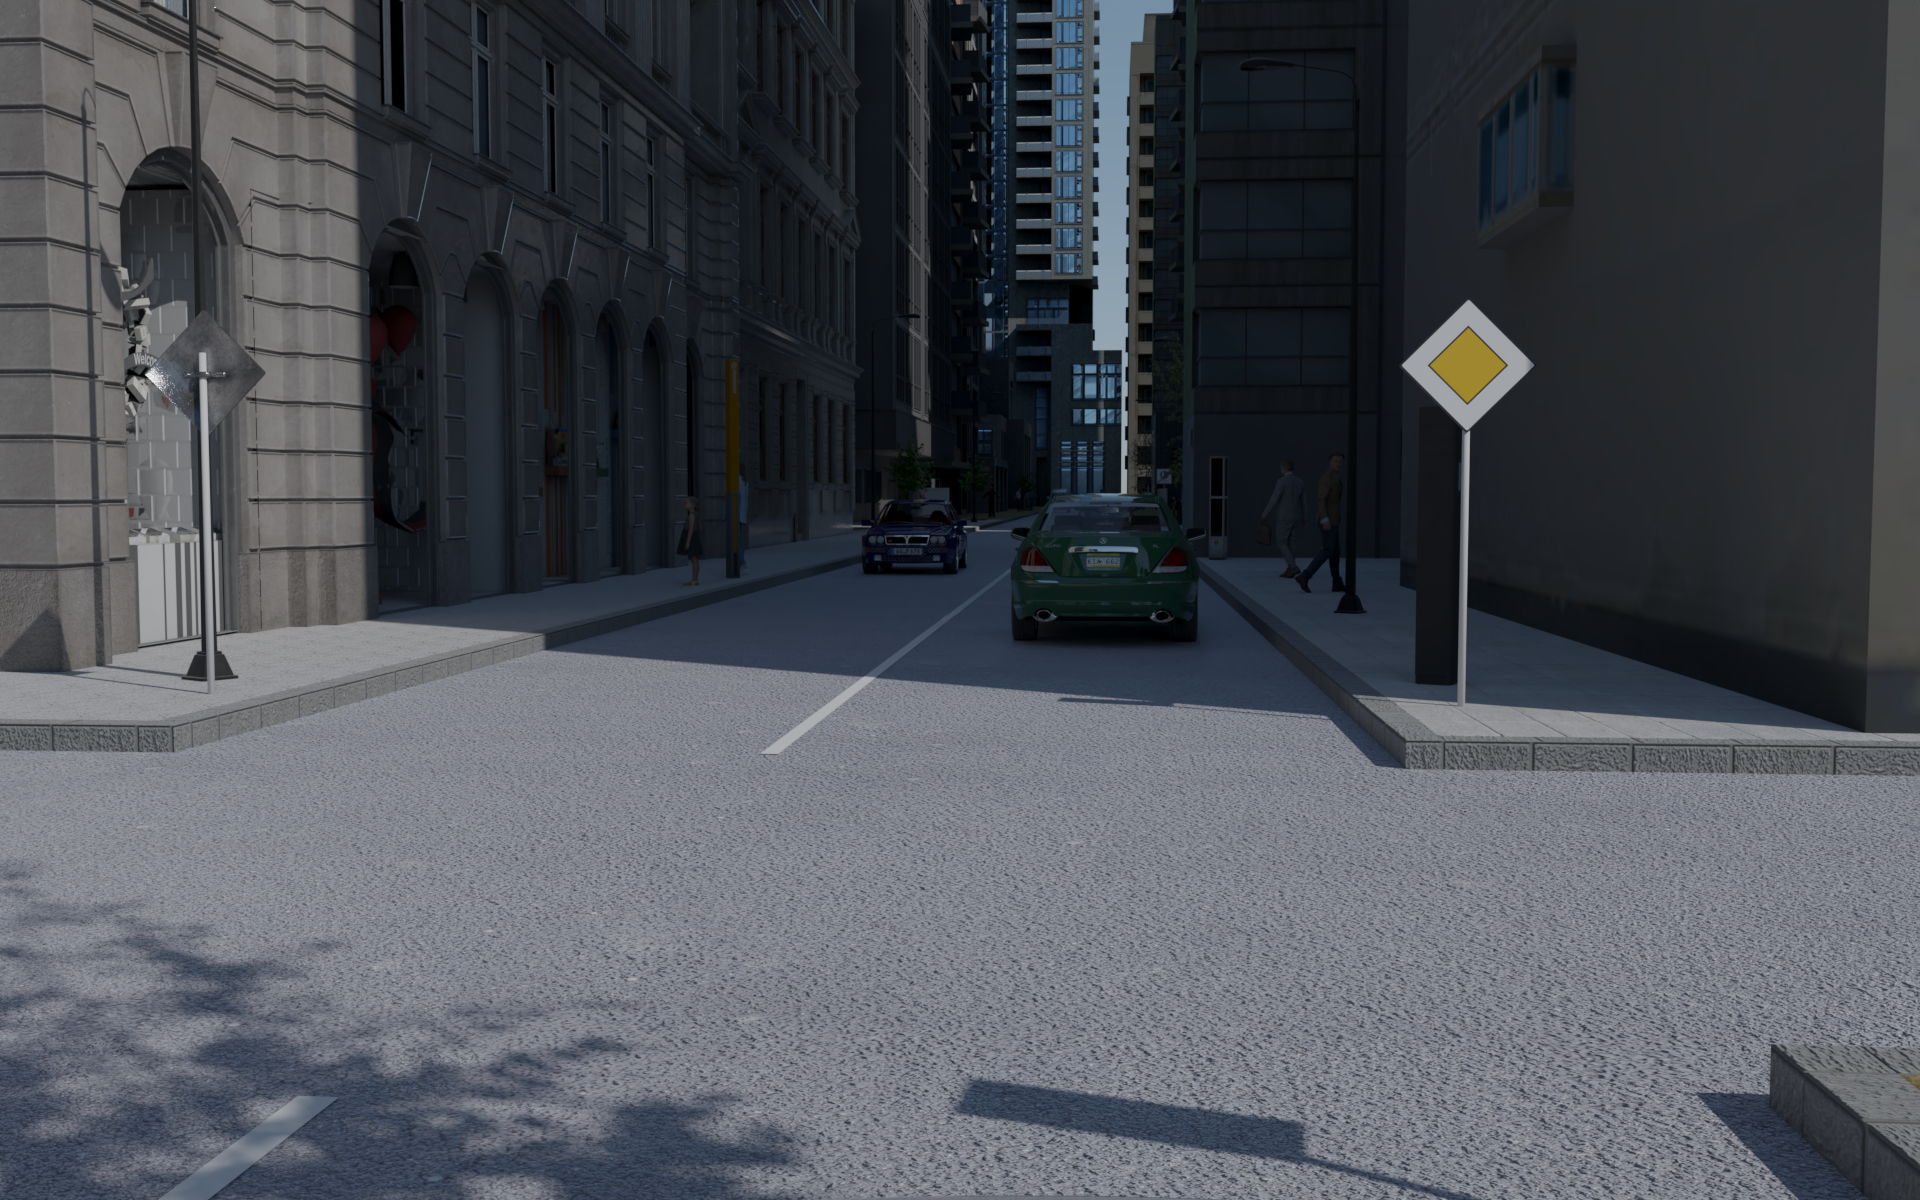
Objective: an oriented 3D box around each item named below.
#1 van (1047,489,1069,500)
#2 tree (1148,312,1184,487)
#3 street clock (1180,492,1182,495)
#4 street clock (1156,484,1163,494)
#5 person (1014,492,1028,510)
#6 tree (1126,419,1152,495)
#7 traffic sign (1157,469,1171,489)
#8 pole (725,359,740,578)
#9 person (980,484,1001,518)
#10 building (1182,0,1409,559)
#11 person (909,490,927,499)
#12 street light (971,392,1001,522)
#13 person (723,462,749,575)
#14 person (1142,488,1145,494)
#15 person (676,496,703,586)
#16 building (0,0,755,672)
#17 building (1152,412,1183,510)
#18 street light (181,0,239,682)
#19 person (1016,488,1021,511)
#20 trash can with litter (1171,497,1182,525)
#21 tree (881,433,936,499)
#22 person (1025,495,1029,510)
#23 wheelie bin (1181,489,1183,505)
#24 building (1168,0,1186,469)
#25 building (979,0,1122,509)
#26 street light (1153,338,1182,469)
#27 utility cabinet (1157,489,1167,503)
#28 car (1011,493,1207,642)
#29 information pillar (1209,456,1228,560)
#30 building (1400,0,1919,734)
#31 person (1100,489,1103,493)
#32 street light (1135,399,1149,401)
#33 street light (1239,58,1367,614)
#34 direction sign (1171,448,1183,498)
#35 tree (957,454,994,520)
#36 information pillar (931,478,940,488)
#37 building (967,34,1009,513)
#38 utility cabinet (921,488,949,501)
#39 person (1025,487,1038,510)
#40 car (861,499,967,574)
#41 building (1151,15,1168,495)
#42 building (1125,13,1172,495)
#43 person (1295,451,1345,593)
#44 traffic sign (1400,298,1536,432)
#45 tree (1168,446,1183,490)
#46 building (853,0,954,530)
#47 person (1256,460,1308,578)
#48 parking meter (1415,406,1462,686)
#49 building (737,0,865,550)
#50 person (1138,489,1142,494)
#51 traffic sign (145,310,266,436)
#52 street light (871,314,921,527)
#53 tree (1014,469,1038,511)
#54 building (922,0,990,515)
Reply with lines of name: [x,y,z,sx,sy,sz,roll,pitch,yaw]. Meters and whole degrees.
van: [7.742,-7.800,134.548,2.013,2.044,4.112,0,4,4]
tree: [8.023,-6.376,54.614,4.737,8.622,4.395,0,3,0]
street clock: [10.455,-4.659,80.752,0.471,2.002,0.358,1,4,17]
street clock: [8.650,-4.304,74.947,0.358,2.002,0.471,0,4,4]
person: [4.914,-8.064,137.899,1.348,1.822,0.705,-2,4,-34]
tree: [17.610,-12.977,162.539,4.360,8.622,3.978,0,3,0]
traffic sign: [8.306,-4.179,70.461,0.606,2.300,0.079,1,4,11]
pole: [-3.460,-1.986,26.317,0.158,3.312,0.155,0,3,0]
person: [1.699,-5.381,93.993,1.348,1.831,0.705,3,4,36]
building: [12.278,-21.793,39.915,14.154,41.232,14.086,0,4,5]
person: [-1.313,-3.118,57.385,0.716,1.782,0.532,2,4,31]
street light: [1.183,-6.508,78.951,1.470,5.913,1.316,0,4,5]
person: [-3.540,-1.304,27.629,0.793,1.790,0.793,-2,4,-25]
person: [14.228,-7.859,135.253,0.721,1.736,1.217,-1,4,-10]
person: [-3.766,-0.821,24.138,0.373,1.253,0.362,0,4,-3]
building: [-11.309,-11.130,23.773,13.314,21.916,24.055,0,4,5]
building: [25.994,-49.830,127.399,22.319,86.520,31.000,0,4,5]
street light: [-4.666,-2.400,11.786,1.470,5.913,1.316,0,4,5]
person: [4.398,-7.433,128.514,0.436,1.711,0.756,2,4,26]
trash can with litter: [9.230,-3.663,71.276,1.055,1.170,0.624,2,4,31]
tree: [-1.516,-3.682,54.796,1.663,3.219,1.824,0,3,0]
person: [5.473,-8.278,141.383,0.705,1.824,1.348,0,4,4]
wheelie bin: [7.811,-3.103,58.650,0.693,1.594,0.980,0,4,4]
building: [23.205,-27.118,98.011,22.147,44.769,28.867,0,4,5]
building: [1.366,-53.038,179.844,31.000,86.520,22.319,0,4,5]
street light: [6.452,-4.833,51.567,1.470,5.913,1.316,0,4,5]
utility cabinet: [8.077,-3.707,69.284,0.318,1.500,1.173,0,4,1]
car: [1.555,-0.397,18.291,2.131,1.459,4.920,0,4,6]
information pillar: [5.032,-1.787,33.715,0.304,2.012,0.304,1,4,23]
building: [16.233,-24.085,17.496,21.600,48.544,21.300,0,4,5]
person: [10.704,-7.480,130.929,0.705,1.807,1.348,3,5,44]
street light: [9.246,-6.851,84.547,1.470,5.913,1.316,0,4,5]
street light: [3.676,-2.816,18.585,1.470,5.913,1.316,0,4,5]
direction sign: [10.741,-5.688,84.989,0.876,3.537,0.379,-1,4,-20]
tree: [0.789,-5.506,84.627,1.663,3.219,1.824,0,3,0]
information pillar: [-1.144,-4.722,81.699,0.304,2.012,0.304,-2,4,-34]
building: [-6.947,-42.012,125.147,20.563,71.187,20.611,0,4,5]
utility cabinet: [-0.987,-3.245,61.728,1.173,1.500,0.318,-1,4,-13]
person: [5.588,-7.957,136.230,1.350,1.814,0.705,-3,5,-40]
car: [-0.808,-1.206,32.294,1.945,1.354,3.894,0,4,4]
building: [23.885,-28.621,151.548,14.154,41.232,14.086,0,4,5]
building: [27.927,-33.942,178.648,21.600,48.544,21.300,0,4,5]
person: [4.784,-1.015,22.546,0.836,1.842,0.656,-1,4,-9]
traffic sign: [3.045,-0.500,10.371,0.795,2.593,0.064,0,4,5]
tree: [8.105,-4.018,60.295,1.663,3.219,1.824,0,3,0]
building: [-8.316,-16.865,69.253,14.314,27.812,24.014,0,4,5]
person: [5.010,-1.251,26.619,0.709,1.813,0.853,-2,4,-35]
parking meter: [3.268,-0.369,11.752,0.255,1.863,0.399,2,4,29]
building: [-9.275,-12.874,46.645,11.583,22.565,21.152,0,4,5]
person: [15.609,-8.714,149.229,0.721,1.743,1.217,3,5,40]
traffic sign: [-4.818,-0.543,11.070,0.795,2.593,0.064,0,4,5]
street light: [-1.715,-4.417,44.753,1.470,5.913,1.316,0,4,5]
tree: [5.023,-8.483,133.300,1.663,3.219,1.824,0,3,0]
building: [-9.833,-27.316,101.247,22.147,44.769,28.867,0,4,5]
